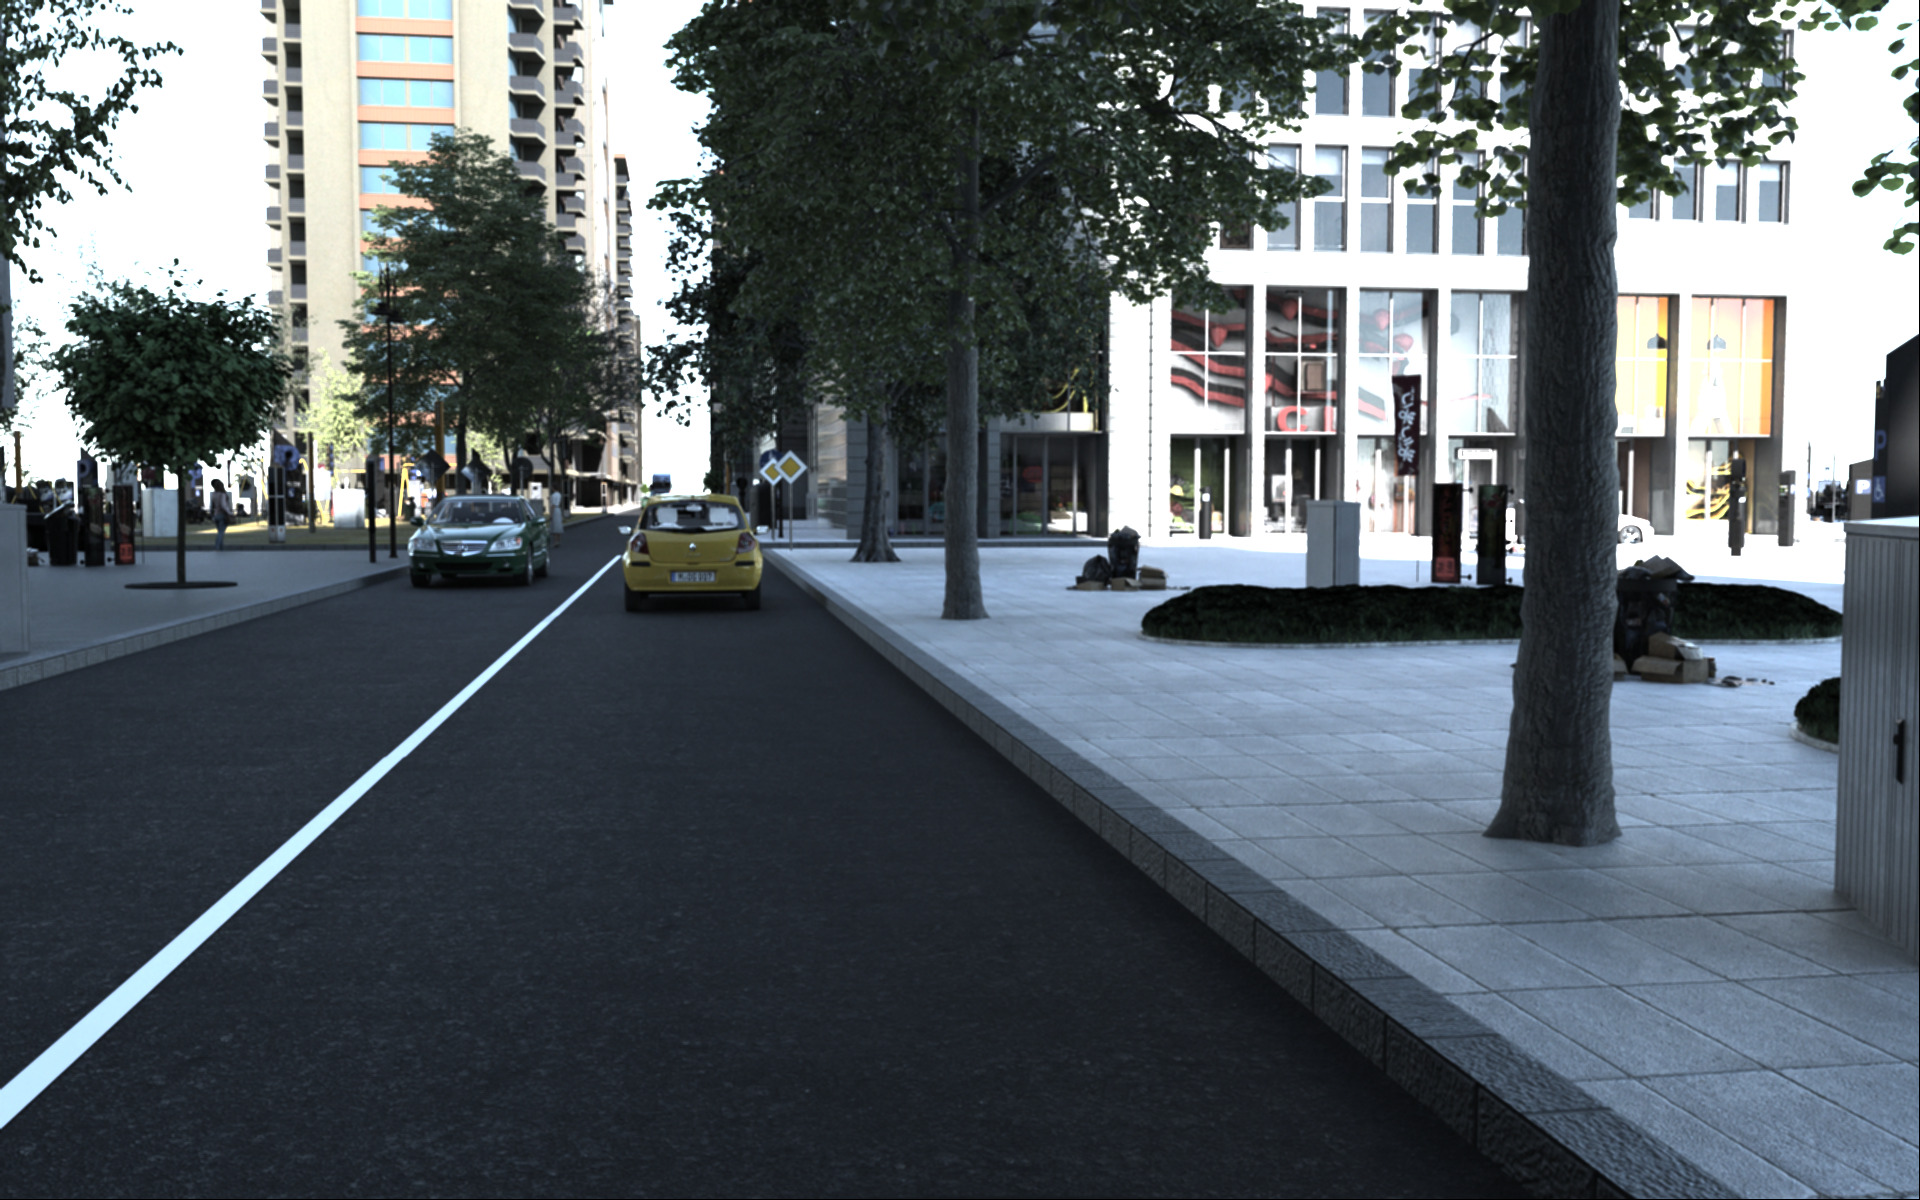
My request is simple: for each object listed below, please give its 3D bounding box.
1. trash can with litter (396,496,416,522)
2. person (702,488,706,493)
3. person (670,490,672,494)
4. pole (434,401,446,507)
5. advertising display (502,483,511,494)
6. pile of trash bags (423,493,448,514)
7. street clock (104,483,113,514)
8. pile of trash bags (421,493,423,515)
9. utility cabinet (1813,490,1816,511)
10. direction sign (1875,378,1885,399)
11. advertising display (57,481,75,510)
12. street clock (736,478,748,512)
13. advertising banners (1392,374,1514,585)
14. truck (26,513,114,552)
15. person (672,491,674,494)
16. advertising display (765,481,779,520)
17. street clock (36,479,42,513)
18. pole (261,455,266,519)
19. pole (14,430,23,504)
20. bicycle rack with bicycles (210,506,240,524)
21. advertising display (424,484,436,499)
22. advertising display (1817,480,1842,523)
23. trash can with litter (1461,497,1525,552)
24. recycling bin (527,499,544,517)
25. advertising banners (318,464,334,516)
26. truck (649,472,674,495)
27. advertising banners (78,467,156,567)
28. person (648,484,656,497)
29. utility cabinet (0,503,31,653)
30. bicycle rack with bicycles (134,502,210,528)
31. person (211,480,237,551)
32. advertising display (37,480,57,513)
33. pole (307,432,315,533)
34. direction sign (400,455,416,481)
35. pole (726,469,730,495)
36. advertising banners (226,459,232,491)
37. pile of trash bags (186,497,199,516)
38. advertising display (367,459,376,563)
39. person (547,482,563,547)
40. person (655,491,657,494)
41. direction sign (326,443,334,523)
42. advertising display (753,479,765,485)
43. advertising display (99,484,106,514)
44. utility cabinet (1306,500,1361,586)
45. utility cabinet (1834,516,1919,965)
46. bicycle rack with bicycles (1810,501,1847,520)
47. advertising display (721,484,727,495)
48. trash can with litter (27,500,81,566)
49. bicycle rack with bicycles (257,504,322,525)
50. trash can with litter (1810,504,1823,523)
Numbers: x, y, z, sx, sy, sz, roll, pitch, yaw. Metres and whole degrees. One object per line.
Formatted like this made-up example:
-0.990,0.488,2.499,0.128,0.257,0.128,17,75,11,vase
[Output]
-25.943,-4.253,80.916,1.055,1.170,0.624,2,4,27,trash can with litter
-14.974,-5.632,100.770,0.473,1.802,0.592,2,4,34,person
-24.405,-8.391,146.217,0.617,1.759,0.750,0,4,-6,person
-11.472,-2.715,38.235,0.158,3.312,0.155,0,3,0,pole
-27.249,-6.074,104.528,0.974,1.923,0.123,2,4,30,advertising display
-28.930,-5.523,100.061,1.912,1.369,3.447,1,4,22,pile of trash bags
-44.521,-5.271,90.743,0.471,2.002,0.358,0,4,1,street clock
-33.379,-5.987,107.644,1.912,1.369,3.447,-1,4,-22,pile of trash bags
52.516,-5.910,105.305,0.318,1.500,1.173,-3,5,-39,utility cabinet
18.141,-2.579,34.170,0.379,3.537,0.876,1,4,14,direction sign
-42.940,-4.767,83.147,0.974,1.923,0.123,1,4,13,advertising display
-9.542,-4.359,75.842,0.471,2.002,0.358,2,4,34,street clock
7.023,-1.754,24.860,0.090,3.025,2.074,-3,4,-39,advertising banners
-29.603,-3.068,39.924,18.799,4.110,2.967,-1,4,-10,truck
-30.097,-10.623,182.634,0.568,1.767,0.683,1,4,17,person
-9.279,-4.896,85.267,0.974,1.923,0.123,-3,4,-37,advertising display
-45.280,-4.939,85.320,0.471,2.002,0.358,-2,4,-25,street clock
-36.357,-5.904,90.370,0.158,3.312,0.155,0,3,0,pole
-30.048,-3.758,55.294,0.158,3.312,0.155,0,3,0,pole
-31.932,-3.650,73.059,2.852,0.926,2.925,3,4,38,bicycle rack with bicycles
-35.393,-6.747,115.533,0.974,1.923,0.123,0,4,1,advertising display
38.821,-4.414,77.376,0.974,1.923,0.123,2,4,34,advertising display
12.344,-1.713,39.064,2.233,1.210,1.678,0,4,8,trash can with litter
-20.887,-4.443,85.193,0.722,1.027,0.722,-1,4,-20,recycling bin
-36.382,-6.384,100.560,0.090,3.025,2.074,2,4,33,advertising banners
-37.784,-14.118,220.588,2.967,4.110,18.799,-1,4,-8,truck
-15.239,-2.158,31.471,0.090,3.025,2.074,1,4,14,advertising banners
-12.174,-3.704,69.086,0.620,1.820,0.660,0,4,-7,person
-7.954,-0.198,14.406,0.306,1.237,1.020,-2,4,-34,utility cabinet
-30.502,-3.208,65.826,2.852,0.926,2.925,-1,4,-9,bicycle rack with bicycles
-16.936,-1.868,39.636,0.593,1.750,0.643,2,4,29,person
-42.700,-4.627,80.866,0.123,1.923,0.974,1,4,9,advertising display
-21.506,-3.886,57.374,0.158,3.312,0.155,0,3,0,pole
-32.208,-6.676,101.148,0.876,3.537,0.379,-1,4,-11,direction sign
-14.985,-7.219,111.873,0.158,3.312,0.155,0,3,0,pole
-36.633,-5.490,85.952,0.090,3.025,2.074,0,4,7,advertising banners
-42.955,-5.161,94.130,3.447,1.369,1.912,0,4,8,pile of trash bags
-11.087,-1.678,32.648,0.123,1.923,0.974,-1,4,-19,advertising display
-10.945,-2.294,46.573,0.524,1.755,0.480,1,4,12,person
-30.304,-9.972,172.479,0.756,1.711,0.436,2,4,25,person
-27.829,-5.172,76.552,0.379,3.537,0.876,-3,4,-38,direction sign
-8.433,-4.093,72.129,0.123,1.923,0.974,-1,4,-23,advertising display
-55.722,-6.553,112.352,0.123,1.923,0.974,1,4,9,advertising display
3.970,-0.445,18.438,0.306,1.237,1.020,0,4,-5,utility cabinet
2.843,0.373,5.065,0.306,1.237,1.020,1,4,14,utility cabinet
42.386,-4.400,85.324,2.852,0.926,2.925,-3,5,-42,bicycle rack with bicycles
-16.160,-6.995,119.585,0.123,1.923,0.974,-1,4,-21,advertising display
-16.392,-1.206,31.111,1.055,1.170,0.624,-2,4,-30,trash can with litter
-28.014,-3.642,72.930,2.852,0.926,2.925,2,4,26,bicycle rack with bicycles
35.876,-3.777,73.137,1.055,1.170,0.624,2,4,30,trash can with litter
